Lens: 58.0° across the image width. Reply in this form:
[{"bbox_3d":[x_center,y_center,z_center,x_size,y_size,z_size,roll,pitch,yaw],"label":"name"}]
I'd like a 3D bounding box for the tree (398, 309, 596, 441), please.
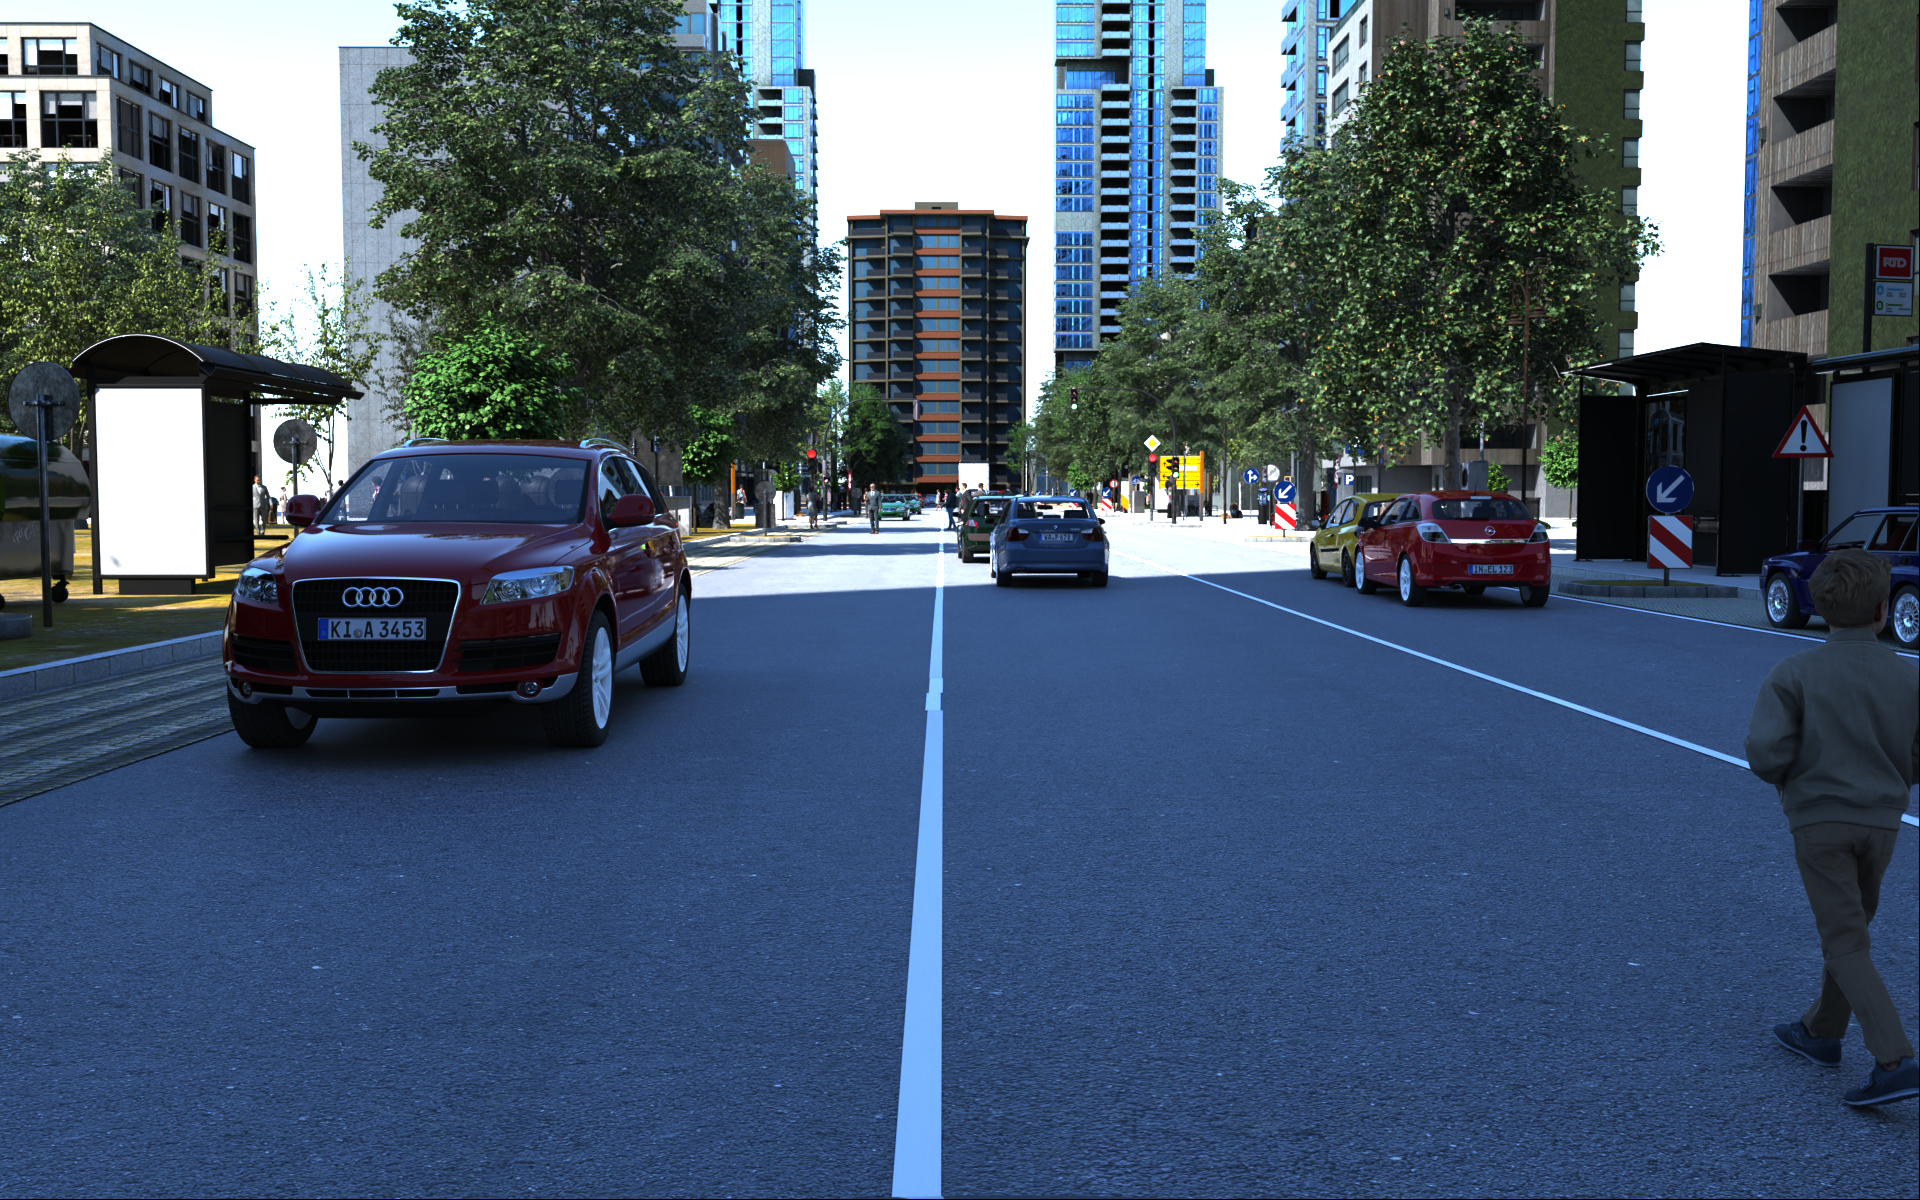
[{"bbox_3d":[-8.252,-2.889,30.947,4.285,4.588,4.351,0,3,0],"label":"tree"}]

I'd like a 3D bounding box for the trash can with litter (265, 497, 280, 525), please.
[{"bbox_3d":[-29.028,-3.781,73.204,0.624,1.170,1.055,-2,4,-26],"label":"trash can with litter"}]

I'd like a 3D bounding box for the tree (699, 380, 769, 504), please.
[{"bbox_3d":[-14.412,-9.463,105.075,4.360,8.622,3.978,0,3,0],"label":"tree"}]

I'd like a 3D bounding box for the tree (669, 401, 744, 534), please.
[{"bbox_3d":[-8.557,-4.445,56.393,4.285,4.588,4.351,0,3,0],"label":"tree"}]

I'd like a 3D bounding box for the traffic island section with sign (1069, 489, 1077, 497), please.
[{"bbox_3d":[8.644,-7.727,134.957,1.989,1.847,2.006,0,4,-1],"label":"traffic island section with sign"}]

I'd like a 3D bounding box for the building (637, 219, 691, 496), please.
[{"bbox_3d":[-25.453,-16.246,120.371,10.420,20.320,16.860,0,4,-1],"label":"building"}]

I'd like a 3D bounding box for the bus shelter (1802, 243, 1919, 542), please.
[{"bbox_3d":[14.354,-2.925,25.464,2.179,5.291,8.768,0,4,-1],"label":"bus shelter"}]

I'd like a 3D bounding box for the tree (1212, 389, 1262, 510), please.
[{"bbox_3d":[18.054,-10.203,117.182,4.737,8.622,4.395,0,3,0],"label":"tree"}]

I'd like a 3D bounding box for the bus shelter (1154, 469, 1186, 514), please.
[{"bbox_3d":[13.869,-7.360,114.257,2.014,3.302,5.546,0,4,0],"label":"bus shelter"}]

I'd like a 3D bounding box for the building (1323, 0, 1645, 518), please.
[{"bbox_3d":[29.200,-20.013,98.909,14.107,30.474,14.160,0,4,-1],"label":"building"}]

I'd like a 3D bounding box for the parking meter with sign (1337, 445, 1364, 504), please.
[{"bbox_3d":[11.665,-3.418,52.147,0.543,3.016,1.738,0,4,-1],"label":"parking meter with sign"}]

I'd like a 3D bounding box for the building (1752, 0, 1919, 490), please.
[{"bbox_3d":[29.553,-16.812,46.576,14.160,30.474,14.107,0,4,-1],"label":"building"}]

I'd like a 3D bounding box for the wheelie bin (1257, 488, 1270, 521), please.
[{"bbox_3d":[14.746,-4.622,83.475,0.693,1.594,0.980,-2,4,-31],"label":"wheelie bin"}]

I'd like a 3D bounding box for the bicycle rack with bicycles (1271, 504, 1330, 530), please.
[{"bbox_3d":[12.592,-3.023,62.803,2.925,0.926,2.852,0,4,-5],"label":"bicycle rack with bicycles"}]

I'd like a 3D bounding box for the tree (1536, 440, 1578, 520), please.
[{"bbox_3d":[30.649,-6.320,87.049,4.285,4.588,4.351,0,3,0],"label":"tree"}]

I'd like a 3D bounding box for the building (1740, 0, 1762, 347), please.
[{"bbox_3d":[61.024,-48.147,99.878,31.000,86.520,22.319,0,4,-1],"label":"building"}]

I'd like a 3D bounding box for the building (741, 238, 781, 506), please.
[{"bbox_3d":[-27.803,-25.906,195.256,14.160,30.474,14.107,0,4,-1],"label":"building"}]

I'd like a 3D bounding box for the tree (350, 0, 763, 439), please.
[{"bbox_3d":[-8.699,-8.122,39.454,9.857,13.997,8.962,0,3,0],"label":"tree"}]

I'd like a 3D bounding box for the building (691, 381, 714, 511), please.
[{"bbox_3d":[-25.047,-17.321,137.945,10.420,20.320,16.860,0,4,-1],"label":"building"}]

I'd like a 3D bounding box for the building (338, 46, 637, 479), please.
[{"bbox_3d":[-26.780,-17.360,101.859,12.078,24.808,19.932,0,4,-1],"label":"building"}]

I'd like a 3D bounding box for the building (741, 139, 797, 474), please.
[{"bbox_3d":[-27.956,-34.527,214.625,14.200,45.320,14.600,0,4,-1],"label":"building"}]

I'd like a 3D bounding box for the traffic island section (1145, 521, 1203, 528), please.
[{"bbox_3d":[9.207,-3.184,74.343,2.009,0.180,2.903,0,4,-1],"label":"traffic island section"}]

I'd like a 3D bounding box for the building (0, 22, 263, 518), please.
[{"bbox_3d":[-61.751,-18.131,100.965,34.151,26.468,19.350,0,4,-1],"label":"building"}]

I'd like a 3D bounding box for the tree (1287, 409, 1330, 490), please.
[{"bbox_3d":[23.039,-9.821,110.932,4.360,8.622,3.978,0,3,0],"label":"tree"}]

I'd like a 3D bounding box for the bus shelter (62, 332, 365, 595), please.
[{"bbox_3d":[-10.325,-1.869,24.486,2.014,3.302,5.546,0,4,0],"label":"bus shelter"}]

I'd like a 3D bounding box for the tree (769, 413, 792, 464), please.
[{"bbox_3d":[-17.328,-12.139,148.842,4.360,8.622,3.978,0,3,0],"label":"tree"}]

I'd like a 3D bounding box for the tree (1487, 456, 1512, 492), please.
[{"bbox_3d":[27.354,-5.736,88.392,1.663,3.219,1.824,0,3,0],"label":"tree"}]

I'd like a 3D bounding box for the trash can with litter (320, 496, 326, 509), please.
[{"bbox_3d":[-30.288,-4.437,83.594,1.678,1.210,2.233,2,4,28],"label":"trash can with litter"}]

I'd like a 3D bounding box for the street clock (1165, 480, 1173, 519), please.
[{"bbox_3d":[10.971,-5.266,90.668,0.471,2.002,0.358,-2,4,-34],"label":"street clock"}]

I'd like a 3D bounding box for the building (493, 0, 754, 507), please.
[{"bbox_3d":[-32.800,-33.783,171.966,23.786,49.044,30.456,0,4,-1],"label":"building"}]

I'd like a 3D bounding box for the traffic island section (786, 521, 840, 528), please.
[{"bbox_3d":[-6.334,-3.176,74.201,2.009,0.180,2.903,0,4,-1],"label":"traffic island section"}]

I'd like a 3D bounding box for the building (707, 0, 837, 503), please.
[{"bbox_3d":[-34.403,-58.017,261.251,31.000,86.520,22.319,0,4,-1],"label":"building"}]

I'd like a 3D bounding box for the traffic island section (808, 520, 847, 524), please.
[{"bbox_3d":[-6.409,-3.664,82.186,2.009,0.180,2.903,0,4,-1],"label":"traffic island section"}]

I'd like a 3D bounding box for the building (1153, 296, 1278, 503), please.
[{"bbox_3d":[35.791,-20.366,178.015,27.650,21.520,28.899,0,4,-1],"label":"building"}]

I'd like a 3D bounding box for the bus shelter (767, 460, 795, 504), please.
[{"bbox_3d":[-11.940,-7.724,117.571,1.731,3.624,6.357,0,4,-1],"label":"bus shelter"}]

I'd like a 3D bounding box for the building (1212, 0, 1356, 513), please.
[{"bbox_3d":[32.348,-49.856,127.817,22.319,86.520,31.000,0,4,-1],"label":"building"}]

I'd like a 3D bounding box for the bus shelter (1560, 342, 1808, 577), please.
[{"bbox_3d":[12.267,-2.361,29.893,1.731,3.624,6.357,0,4,-1],"label":"bus shelter"}]

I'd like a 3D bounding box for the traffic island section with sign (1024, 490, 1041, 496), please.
[{"bbox_3d":[8.167,-10.740,184.234,1.989,1.847,2.006,0,4,-1],"label":"traffic island section with sign"}]

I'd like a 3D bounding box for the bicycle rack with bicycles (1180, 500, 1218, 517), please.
[{"bbox_3d":[13.612,-5.284,99.769,2.852,0.926,2.925,-1,4,-9],"label":"bicycle rack with bicycles"}]

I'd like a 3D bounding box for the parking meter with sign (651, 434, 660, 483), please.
[{"bbox_3d":[-9.554,-3.283,49.938,1.738,3.016,0.543,1,4,11],"label":"parking meter with sign"}]

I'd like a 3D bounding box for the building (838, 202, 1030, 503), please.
[{"bbox_3d":[-4.222,-37.151,262.050,28.867,44.769,22.147,0,4,-1],"label":"building"}]

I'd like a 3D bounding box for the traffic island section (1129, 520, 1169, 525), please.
[{"bbox_3d":[9.131,-3.673,82.327,2.009,0.180,2.903,0,4,-1],"label":"traffic island section"}]

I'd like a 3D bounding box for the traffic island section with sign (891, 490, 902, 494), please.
[{"bbox_3d":[-7.297,-12.374,210.943,1.989,1.847,2.006,0,4,-1],"label":"traffic island section with sign"}]

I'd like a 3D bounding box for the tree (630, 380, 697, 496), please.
[{"bbox_3d":[-17.119,-9.031,98.025,4.360,8.622,3.978,0,3,0],"label":"tree"}]

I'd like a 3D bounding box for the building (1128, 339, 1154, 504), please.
[{"bbox_3d":[34.788,-22.205,208.097,27.650,21.520,28.899,0,4,-1],"label":"building"}]

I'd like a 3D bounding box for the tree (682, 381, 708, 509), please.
[{"bbox_3d":[-17.006,-9.991,113.722,4.737,8.622,4.395,0,3,0],"label":"tree"}]

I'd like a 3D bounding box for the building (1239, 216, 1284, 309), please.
[{"bbox_3d":[56.212,-37.213,263.050,28.867,44.769,22.147,0,4,-1],"label":"building"}]

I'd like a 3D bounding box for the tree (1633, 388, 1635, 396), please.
[{"bbox_3d":[42.496,-9.856,111.510,4.360,8.622,3.978,0,3,0],"label":"tree"}]

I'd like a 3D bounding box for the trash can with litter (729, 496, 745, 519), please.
[{"bbox_3d":[-11.448,-4.692,88.106,1.055,1.170,0.624,0,4,4],"label":"trash can with litter"}]

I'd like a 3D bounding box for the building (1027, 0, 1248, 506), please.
[{"bbox_3d":[25.709,-58.013,261.180,31.000,86.520,22.319,0,4,-1],"label":"building"}]
